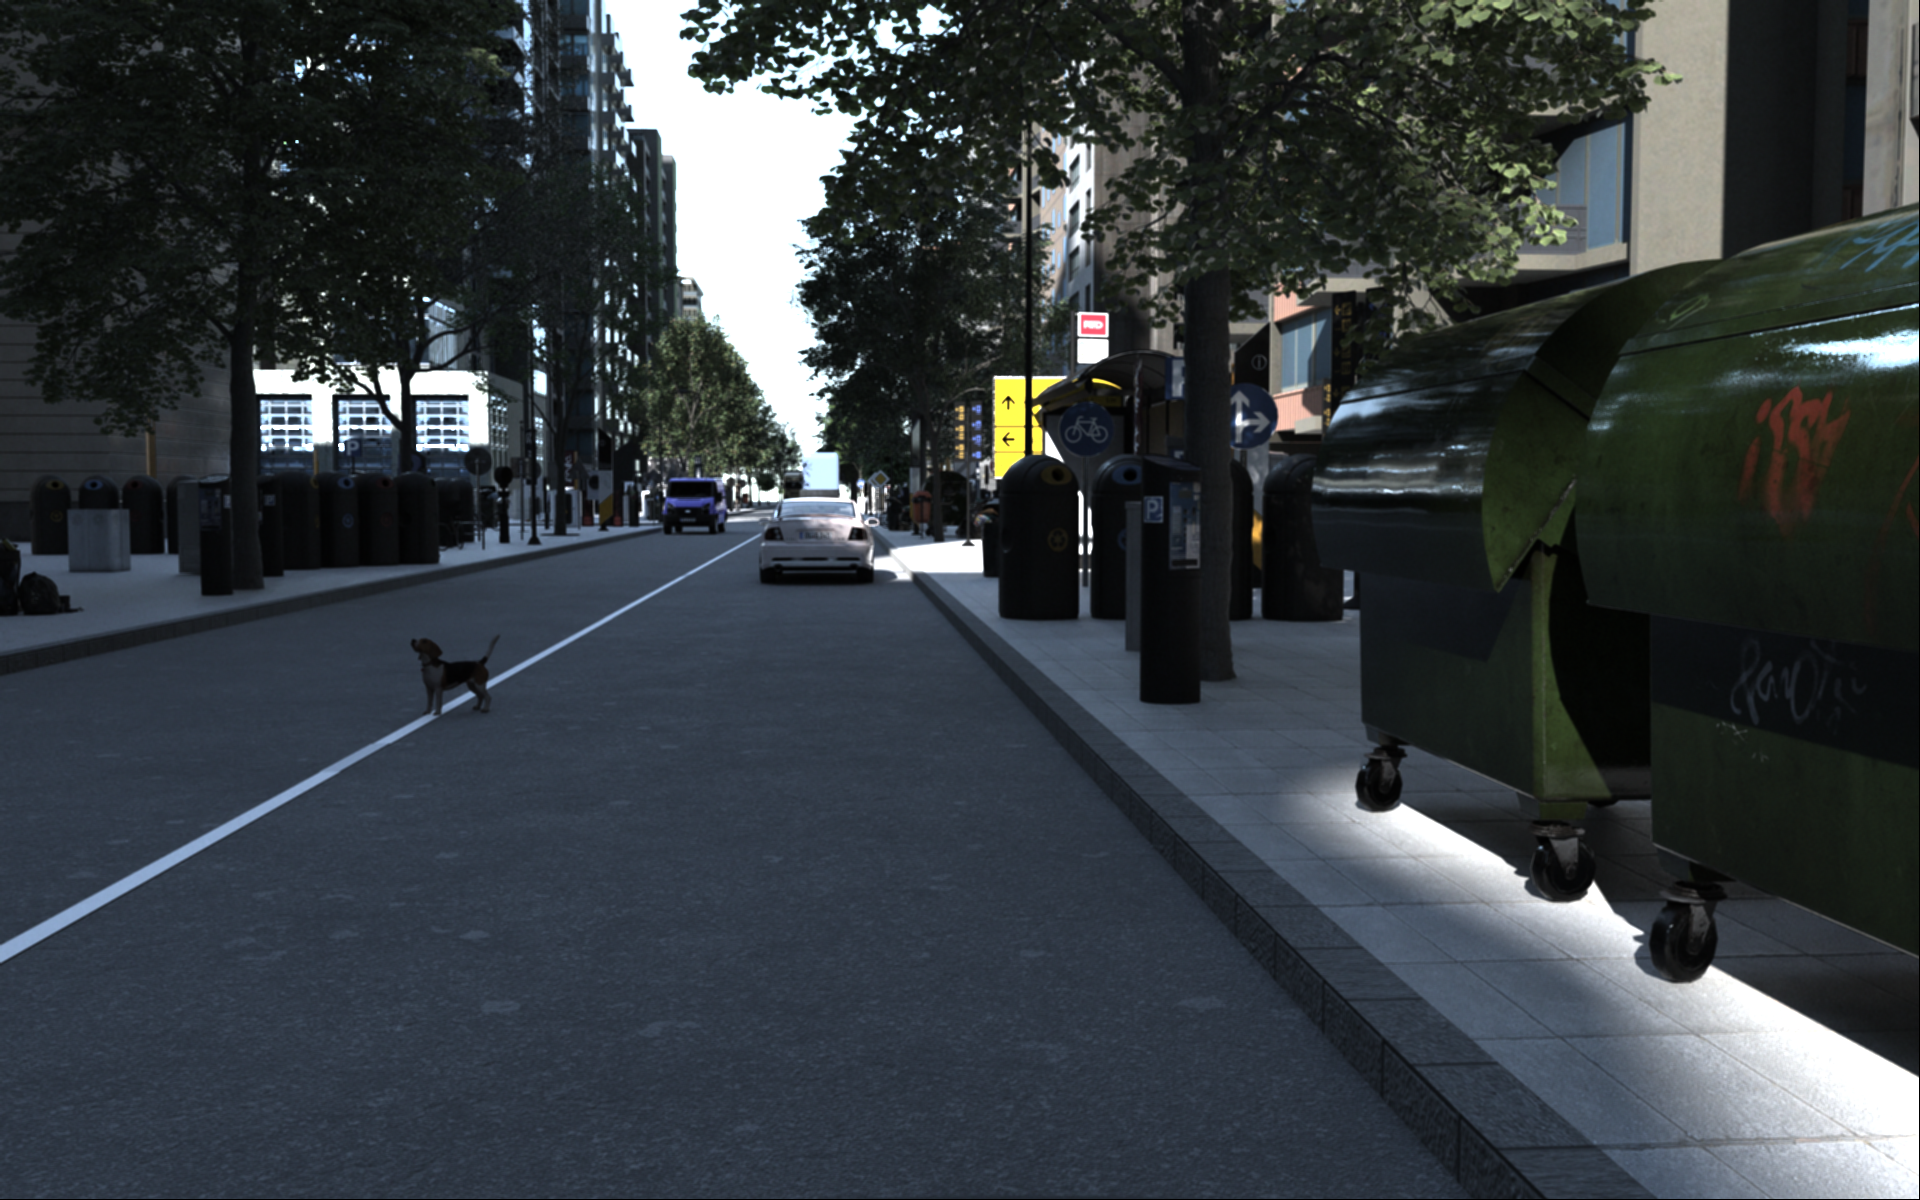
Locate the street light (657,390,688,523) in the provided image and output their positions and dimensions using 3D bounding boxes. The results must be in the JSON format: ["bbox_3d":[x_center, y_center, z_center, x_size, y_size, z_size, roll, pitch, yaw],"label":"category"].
[{"bbox_3d":[-12.796,-6.403,77.228,1.470,5.913,1.316,0,4,-4],"label":"street light"}]

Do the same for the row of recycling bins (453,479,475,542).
[{"bbox_3d":[-13.793,-2.325,45.128,1.069,1.692,3.534,1,4,16],"label":"row of recycling bins"}]

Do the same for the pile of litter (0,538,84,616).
[{"bbox_3d":[-10.320,-0.274,18.441,1.719,0.858,1.176,-1,4,-21],"label":"pile of litter"}]

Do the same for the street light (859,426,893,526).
[{"bbox_3d":[-3.301,-5.942,69.694,1.470,5.913,1.316,0,4,-4],"label":"street light"}]

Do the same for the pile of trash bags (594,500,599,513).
[{"bbox_3d":[-23.343,-6.437,114.997,1.912,1.369,3.447,-1,4,-19],"label":"pile of trash bags"}]

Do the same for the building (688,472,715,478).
[{"bbox_3d":[-51.025,-25.324,259.088,27.650,21.520,28.899,0,4,-4],"label":"building"}]

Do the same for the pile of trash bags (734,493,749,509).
[{"bbox_3d":[-19.373,-8.547,149.488,3.447,1.369,1.912,3,5,44],"label":"pile of trash bags"}]

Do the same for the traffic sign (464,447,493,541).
[{"bbox_3d":[-13.094,-2.874,47.099,0.768,2.556,0.104,0,4,0],"label":"traffic sign"}]

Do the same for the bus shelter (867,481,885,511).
[{"bbox_3d":[-6.470,-9.758,137.182,2.179,5.291,8.768,0,4,-4],"label":"bus shelter"}]

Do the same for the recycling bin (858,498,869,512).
[{"bbox_3d":[-7.007,-6.909,125.510,0.722,1.027,0.722,0,4,3],"label":"recycling bin"}]

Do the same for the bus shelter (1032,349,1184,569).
[{"bbox_3d":[2.357,-2.024,27.024,2.014,3.302,5.546,0,4,-4],"label":"bus shelter"}]

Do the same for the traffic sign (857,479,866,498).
[{"bbox_3d":[-8.372,-8.994,147.157,0.768,2.556,0.104,0,4,-3],"label":"traffic sign"}]

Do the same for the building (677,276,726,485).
[{"bbox_3d":[-55.187,-36.271,284.909,32.217,40.220,23.993,0,4,-4],"label":"building"}]

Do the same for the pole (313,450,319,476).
[{"bbox_3d":[-29.500,-5.232,79.390,0.158,3.312,0.155,0,3,0],"label":"pole"}]

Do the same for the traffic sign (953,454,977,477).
[{"bbox_3d":[0.148,-3.350,54.879,0.768,2.556,0.104,0,4,4],"label":"traffic sign"}]

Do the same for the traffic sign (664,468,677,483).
[{"bbox_3d":[-14.387,-5.298,86.625,0.884,2.594,0.081,0,4,-4],"label":"traffic sign"}]

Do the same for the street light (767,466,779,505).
[{"bbox_3d":[-21.920,-14.108,203.204,1.470,5.913,1.316,0,4,-4],"label":"street light"}]

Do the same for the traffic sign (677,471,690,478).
[{"bbox_3d":[-13.717,-5.178,85.837,0.795,2.450,0.064,0,4,-4],"label":"traffic sign"}]

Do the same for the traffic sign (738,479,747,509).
[{"bbox_3d":[-18.561,-9.021,147.604,0.768,2.556,0.104,0,4,-3],"label":"traffic sign"}]

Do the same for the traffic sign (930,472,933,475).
[{"bbox_3d":[-1.137,-5.394,88.300,0.768,2.556,0.104,0,4,0],"label":"traffic sign"}]

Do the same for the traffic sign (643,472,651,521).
[{"bbox_3d":[-14.514,-4.829,81.085,0.606,2.300,0.079,0,4,-3],"label":"traffic sign"}]

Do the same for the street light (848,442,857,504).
[{"bbox_3d":[-5.835,-7.963,102.735,1.470,5.913,1.316,0,4,-4],"label":"street light"}]

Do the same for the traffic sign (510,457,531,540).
[{"bbox_3d":[-12.208,-2.820,48.231,0.606,2.300,0.079,0,4,1],"label":"traffic sign"}]

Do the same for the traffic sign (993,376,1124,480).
[{"bbox_3d":[1.696,-2.206,29.937,2.265,3.308,0.079,0,4,1],"label":"traffic sign"}]

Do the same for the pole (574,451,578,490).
[{"bbox_3d":[-18.326,-5.430,82.616,0.158,3.312,0.155,0,3,0],"label":"pole"}]

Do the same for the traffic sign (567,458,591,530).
[{"bbox_3d":[-13.675,-3.800,62.140,0.884,2.594,0.081,0,4,3],"label":"traffic sign"}]

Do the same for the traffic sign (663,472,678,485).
[{"bbox_3d":[-12.800,-4.492,77.080,0.795,2.450,0.064,0,4,-4],"label":"traffic sign"}]

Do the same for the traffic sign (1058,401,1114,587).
[{"bbox_3d":[1.737,-1.456,23.910,0.768,2.556,0.104,0,4,0],"label":"traffic sign"}]

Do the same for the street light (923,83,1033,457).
[{"bbox_3d":[0.241,-2.880,19.634,1.470,5.913,1.316,0,4,-4],"label":"street light"}]

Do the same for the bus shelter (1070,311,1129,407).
[{"bbox_3d":[2.390,-3.551,35.683,2.179,5.291,8.768,0,4,-4],"label":"bus shelter"}]

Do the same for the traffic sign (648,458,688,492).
[{"bbox_3d":[-16.285,-6.285,96.628,2.265,3.308,0.079,0,4,1],"label":"traffic sign"}]

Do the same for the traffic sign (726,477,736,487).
[{"bbox_3d":[-17.142,-7.925,129.672,0.768,2.556,0.104,0,4,2],"label":"traffic sign"}]

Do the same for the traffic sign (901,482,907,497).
[{"bbox_3d":[-3.292,-5.834,97.508,0.606,2.300,0.079,0,4,2],"label":"traffic sign"}]

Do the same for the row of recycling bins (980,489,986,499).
[{"bbox_3d":[1.122,-7.457,129.030,1.069,1.692,3.534,2,4,30],"label":"row of recycling bins"}]

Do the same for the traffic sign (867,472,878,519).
[{"bbox_3d":[-3.778,-4.530,77.715,0.795,2.450,0.064,0,4,-4],"label":"traffic sign"}]

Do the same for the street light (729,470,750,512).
[{"bbox_3d":[-16.255,-9.450,127.049,1.470,5.913,1.316,0,4,-4],"label":"street light"}]

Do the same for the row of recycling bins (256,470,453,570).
[{"bbox_3d":[-10.768,-1.445,30.745,1.069,1.692,3.534,2,4,29],"label":"row of recycling bins"}]

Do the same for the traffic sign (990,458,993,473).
[{"bbox_3d":[1.328,-3.343,54.772,0.768,2.556,0.104,0,4,2],"label":"traffic sign"}]

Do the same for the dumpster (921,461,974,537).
[{"bbox_3d":[-0.402,-3.040,52.193,1.502,2.255,1.985,0,4,-4],"label":"dumpster"}]

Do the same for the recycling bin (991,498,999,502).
[{"bbox_3d":[2.253,-5.317,99.484,0.722,1.027,0.722,3,5,41],"label":"recycling bin"}]

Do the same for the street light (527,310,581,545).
[{"bbox_3d":[-10.258,-4.358,43.790,1.470,5.913,1.316,0,4,-4],"label":"street light"}]

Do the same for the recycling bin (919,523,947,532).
[{"bbox_3d":[-0.930,-2.859,59.302,0.722,1.027,0.722,-2,4,-35],"label":"recycling bin"}]

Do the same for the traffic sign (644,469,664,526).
[{"bbox_3d":[-12.219,-4.005,69.116,0.795,2.450,0.064,0,4,-4],"label":"traffic sign"}]

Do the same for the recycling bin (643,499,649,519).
[{"bbox_3d":[-15.659,-4.601,87.779,0.722,1.027,0.722,-1,4,-17],"label":"recycling bin"}]

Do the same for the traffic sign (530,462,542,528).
[{"bbox_3d":[-15.974,-3.942,64.564,0.768,2.556,0.104,0,4,1],"label":"traffic sign"}]

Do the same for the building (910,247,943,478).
[{"bbox_3d":[2.610,-39.373,298.366,22.147,44.769,28.867,0,4,-4],"label":"building"}]

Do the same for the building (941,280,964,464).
[{"bbox_3d":[9.647,-35.516,272.566,32.217,40.220,23.993,0,4,-4],"label":"building"}]

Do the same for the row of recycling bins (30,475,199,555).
[{"bbox_3d":[-18.027,-1.837,37.140,3.534,1.692,1.069,-1,4,-11],"label":"row of recycling bins"}]

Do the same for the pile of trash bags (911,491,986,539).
[{"bbox_3d":[0.321,-2.439,49.637,3.447,1.369,1.912,0,4,0],"label":"pile of trash bags"}]

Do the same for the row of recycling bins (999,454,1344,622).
[{"bbox_3d":[2.156,-0.660,17.902,3.534,1.692,1.069,0,4,4],"label":"row of recycling bins"}]

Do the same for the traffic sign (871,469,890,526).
[{"bbox_3d":[-3.197,-4.043,69.751,0.795,2.450,0.064,0,4,-4],"label":"traffic sign"}]

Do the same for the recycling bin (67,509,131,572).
[{"bbox_3d":[-14.288,-0.991,28.755,0.722,1.027,0.722,0,4,-1],"label":"recycling bin"}]

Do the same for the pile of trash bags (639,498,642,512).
[{"bbox_3d":[-28.588,-8.520,149.048,1.912,1.369,3.447,0,4,3],"label":"pile of trash bags"}]

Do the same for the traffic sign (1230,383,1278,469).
[{"bbox_3d":[3.262,-1.214,19.955,0.768,2.556,0.104,0,4,1],"label":"traffic sign"}]
